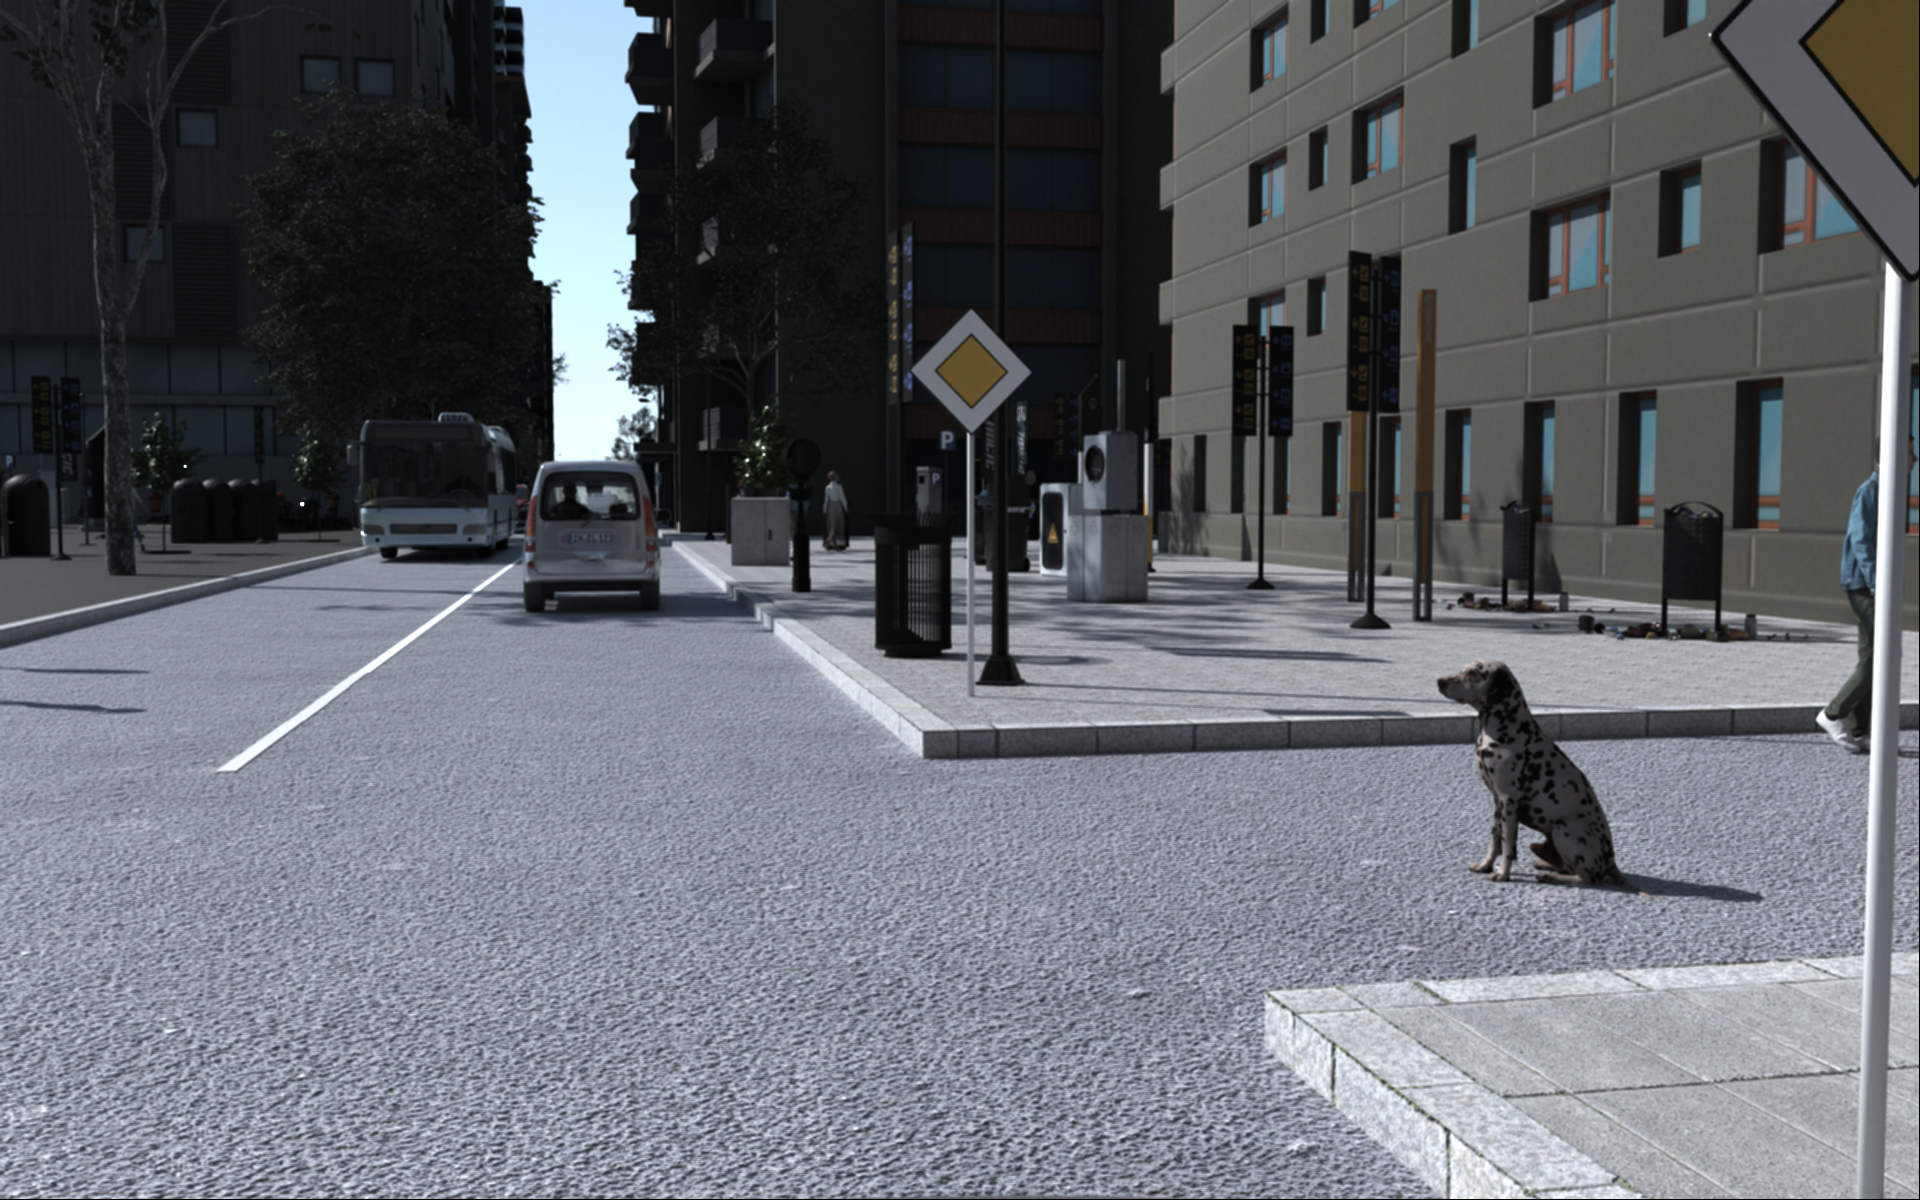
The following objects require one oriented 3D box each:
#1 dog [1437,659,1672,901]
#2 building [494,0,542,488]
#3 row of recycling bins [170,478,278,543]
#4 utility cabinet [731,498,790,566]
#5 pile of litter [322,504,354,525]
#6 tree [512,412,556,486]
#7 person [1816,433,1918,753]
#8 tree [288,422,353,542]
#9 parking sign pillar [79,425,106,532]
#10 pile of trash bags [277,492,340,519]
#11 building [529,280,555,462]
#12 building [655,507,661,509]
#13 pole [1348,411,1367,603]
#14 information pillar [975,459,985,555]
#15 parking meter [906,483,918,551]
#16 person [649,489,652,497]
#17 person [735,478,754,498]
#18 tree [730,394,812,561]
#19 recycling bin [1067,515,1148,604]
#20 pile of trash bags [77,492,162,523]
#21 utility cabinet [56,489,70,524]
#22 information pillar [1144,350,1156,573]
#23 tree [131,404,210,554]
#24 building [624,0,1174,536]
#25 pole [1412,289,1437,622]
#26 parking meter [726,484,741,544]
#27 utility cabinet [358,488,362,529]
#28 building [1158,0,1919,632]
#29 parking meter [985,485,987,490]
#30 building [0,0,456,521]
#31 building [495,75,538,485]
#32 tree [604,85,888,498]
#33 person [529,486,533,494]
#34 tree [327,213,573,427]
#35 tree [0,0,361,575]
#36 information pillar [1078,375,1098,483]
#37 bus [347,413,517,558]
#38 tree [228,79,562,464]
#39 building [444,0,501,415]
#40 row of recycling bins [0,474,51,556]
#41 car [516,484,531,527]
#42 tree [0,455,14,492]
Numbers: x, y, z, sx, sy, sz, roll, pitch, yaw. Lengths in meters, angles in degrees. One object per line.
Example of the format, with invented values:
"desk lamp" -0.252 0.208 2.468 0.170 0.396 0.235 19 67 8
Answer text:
"dog" 2.225 0.642 6.346 0.513 0.831 0.800 -3 5 -44
"building" -61.288 -54.562 204.765 22.319 86.520 31.000 -1 4 -11
"row of recycling bins" -19.732 -2.418 46.641 1.069 1.692 3.534 1 4 19
"utility cabinet" -3.567 -1.213 31.000 1.020 1.237 0.306 0 4 3
"pile of litter" -25.898 -3.556 72.102 1.176 0.858 1.719 2 4 32
"tree" -37.630 -12.327 151.902 4.360 8.622 3.978 0 3 0
"person" 5.010 -0.044 9.560 0.444 1.785 0.601 3 5 42
"tree" -17.112 -3.177 46.548 1.663 3.219 1.824 0 3 0
"parking sign pillar" -29.312 -4.320 59.100 1.447 3.967 1.447 1 4 14
"pile of trash bags" -30.120 -4.293 79.940 3.447 1.369 1.912 1 4 17
"building" -61.367 -28.021 229.842 14.160 30.474 14.107 -1 4 -11
"building" -25.135 -54.037 196.181 22.319 86.520 31.000 -1 4 -11
"pole" 4.695 -1.626 20.424 0.158 3.312 0.155 0 3 0
"information pillar" 0.363 -1.964 36.597 0.304 2.012 0.304 0 4 4
"parking meter" -1.145 -1.898 39.442 0.372 1.533 0.369 0 3 0
"person" -26.844 -8.679 148.742 0.742 1.727 0.445 -1 4 -21
"person" -6.237 -2.633 49.655 0.524 1.755 0.480 -3 4 -38
"tree" -3.485 -2.384 33.579 1.663 3.219 1.824 0 3 0
"recycling bin" 1.762 -0.499 20.710 0.722 1.027 0.722 -2 4 -34
"pile of trash bags" -37.239 -4.110 76.956 3.447 1.369 1.912 -3 5 -43
"utility cabinet" -38.071 -3.930 72.929 1.173 1.500 0.318 1 4 18
"information pillar" 3.102 -2.269 28.454 0.183 3.616 0.504 0 4 -2
"tree" -17.315 -2.612 37.312 1.663 3.219 1.824 0 3 0
"building" -1.449 -25.145 65.747 22.147 44.769 28.867 -1 4 -11
"pole" 4.666 -1.440 17.392 0.158 3.312 0.155 0 3 0
"parking meter" -5.846 -2.219 44.689 0.372 1.533 0.369 0 3 0
"utility cabinet" -21.376 -3.344 63.346 1.173 1.500 0.318 0 4 -5
"building" 21.290 -11.137 27.123 28.899 21.520 27.650 -1 4 -11
"parking meter" 0.481 -2.072 42.291 0.372 1.533 0.369 0 3 0
"building" -41.805 -30.769 92.319 28.713 52.752 27.495 -1 4 -11
"building" -55.056 -31.938 176.814 22.147 44.769 28.867 -1 4 -11
"tree" -4.560 -6.410 39.218 7.601 10.594 8.767 0 4 -6
"person" -18.281 -3.971 73.775 0.721 1.781 0.623 2 4 30
"tree" -22.196 -10.094 75.403 12.009 13.543 11.850 0 3 0
"tree" -13.965 -10.378 25.574 12.611 20.169 13.585 0 3 0
"information pillar" 2.529 -2.615 34.110 0.504 3.616 0.183 -3 5 -43
"bus" -12.366 -2.871 41.804 2.948 3.499 13.247 -1 4 -11
"tree" -17.805 -9.046 54.556 9.857 13.997 8.962 0 3 0
"building" -38.359 -26.386 115.008 14.154 41.232 14.086 -1 4 -11
"row of recycling bins" -20.543 -1.730 35.391 1.069 1.692 3.534 3 5 40
"car" -16.949 -3.437 64.865 2.281 1.827 5.304 -1 4 -13
"tree" -39.381 -4.607 69.924 1.663 3.219 1.824 0 3 0
